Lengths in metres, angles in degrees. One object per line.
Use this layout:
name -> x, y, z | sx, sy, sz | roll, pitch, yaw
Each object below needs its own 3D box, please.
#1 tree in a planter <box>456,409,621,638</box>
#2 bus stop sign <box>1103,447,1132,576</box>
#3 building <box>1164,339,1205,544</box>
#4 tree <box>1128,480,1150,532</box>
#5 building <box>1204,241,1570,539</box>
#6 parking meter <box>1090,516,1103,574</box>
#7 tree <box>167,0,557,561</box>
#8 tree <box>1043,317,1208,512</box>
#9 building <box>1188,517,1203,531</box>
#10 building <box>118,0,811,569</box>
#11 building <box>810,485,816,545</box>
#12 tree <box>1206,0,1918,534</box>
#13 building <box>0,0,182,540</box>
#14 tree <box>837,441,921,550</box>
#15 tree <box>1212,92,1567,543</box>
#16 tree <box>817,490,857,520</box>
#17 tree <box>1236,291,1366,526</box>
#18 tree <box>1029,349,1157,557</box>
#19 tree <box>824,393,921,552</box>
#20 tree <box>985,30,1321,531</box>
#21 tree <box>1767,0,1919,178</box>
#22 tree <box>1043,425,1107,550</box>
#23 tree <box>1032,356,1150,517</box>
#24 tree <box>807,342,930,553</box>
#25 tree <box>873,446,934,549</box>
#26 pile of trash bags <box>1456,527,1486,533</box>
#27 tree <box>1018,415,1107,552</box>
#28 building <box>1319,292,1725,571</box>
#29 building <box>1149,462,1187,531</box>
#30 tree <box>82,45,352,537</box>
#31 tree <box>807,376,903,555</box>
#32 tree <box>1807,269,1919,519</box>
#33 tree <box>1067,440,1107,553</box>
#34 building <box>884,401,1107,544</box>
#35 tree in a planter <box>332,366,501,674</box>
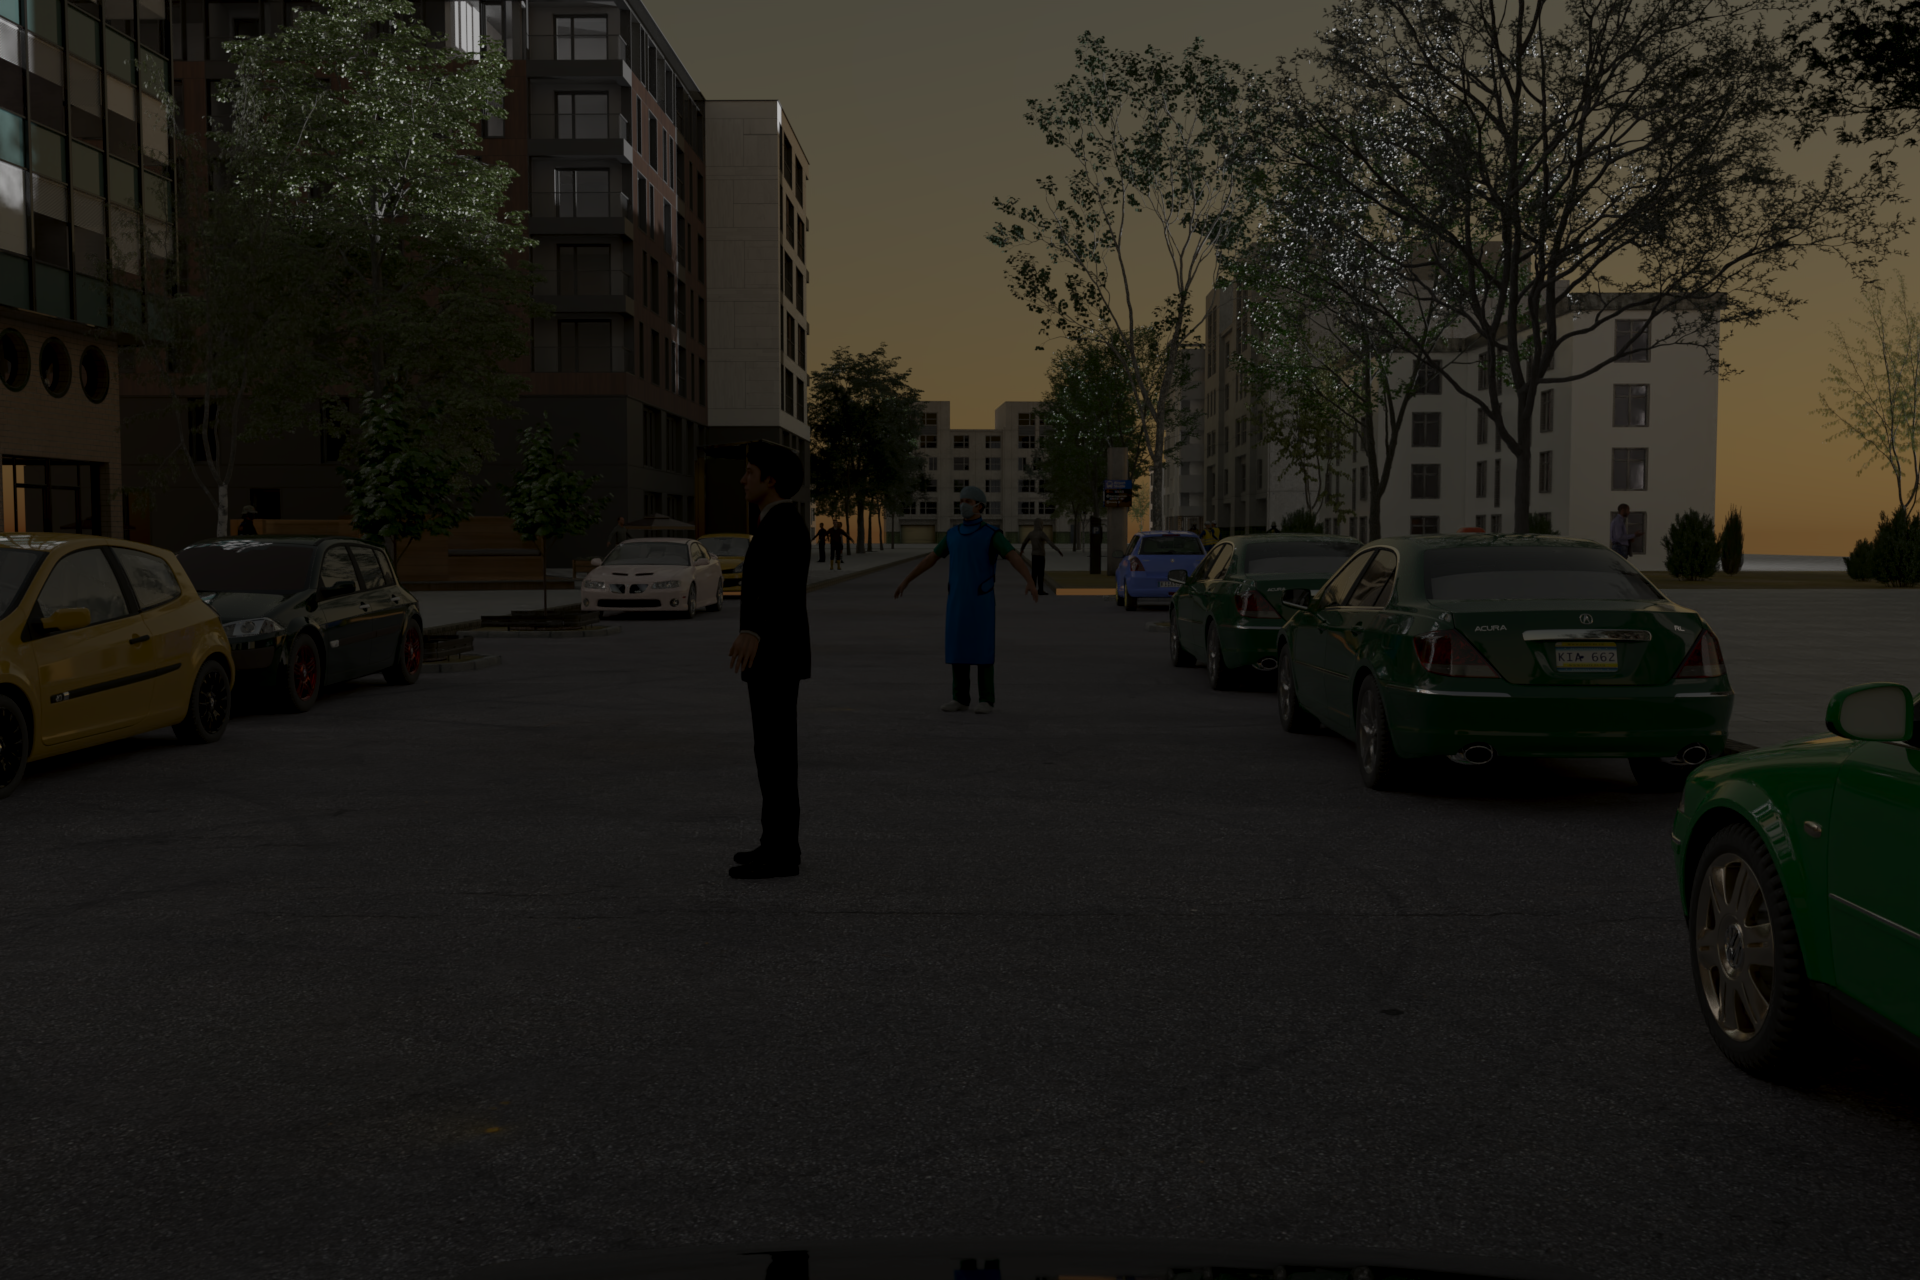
tree in a planter -> -5.955, -1.685, 24.772 | 1.991, 3.239, 1.994 | 0, 4, 1
bus stop sign -> 4.806, -3.904, 52.851 | 0.837, 3.901, 0.837 | 0, 4, 2
building -> 25.097, -19.089, 168.530 | 16.016, 20.090, 11.380 | 0, 4, 1
tree -> 24.426, -17.411, 235.033 | 4.737, 8.622, 4.395 | 0, 3, 0
building -> 26.230, -15.104, 113.409 | 16.747, 18.905, 31.486 | 0, 4, 1
parking meter -> 4.340, -3.029, 55.235 | 0.399, 1.863, 0.255 | 0, 4, 0
tree -> -11.974, -7.152, 35.063 | 7.486, 12.596, 7.792 | 0, 3, 0
tree -> 7.797, -9.543, 81.790 | 9.928, 11.665, 9.643 | 0, 3, 0
building -> 29.512, -20.092, 184.930 | 16.016, 20.090, 11.380 | 0, 4, 1
building -> -22.508, -14.432, 79.931 | 27.936, 21.610, 32.646 | 0, 4, 1
building -> -21.397, -16.024, 204.132 | 9.099, 9.664, 28.070 | 0, 4, 1
tree -> 9.134, -7.199, 28.079 | 12.009, 13.543, 11.850 | 0, 3, 0
building -> -30.769, -13.246, 23.152 | 21.656, 26.213, 47.522 | 0, 4, 1
tree -> -6.434, -12.296, 135.455 | 7.601, 10.594, 8.767 | 1, 4, 21
tree -> 9.830, -6.996, 40.135 | 9.928, 11.665, 9.643 | 0, 3, 0
tree -> -17.143, -18.981, 236.094 | 9.928, 11.665, 9.643 | 0, 3, 0
tree -> 10.496, -6.213, 51.948 | 4.737, 8.622, 4.395 | 0, 3, 0
tree -> 7.663, -10.526, 97.856 | 9.928, 11.665, 9.643 | 0, 3, 0
tree -> -6.365, -12.147, 124.358 | 9.928, 11.665, 9.643 | 0, 3, 0
tree -> 6.969, -12.800, 65.167 | 12.611, 20.169, 13.585 | 0, 3, 0
tree -> 9.650, -4.766, 12.339 | 7.601, 10.594, 8.767 | -1, 4, -12
tree -> 9.900, -13.514, 139.086 | 7.486, 12.596, 7.792 | 0, 3, 0
tree -> 8.402, -11.753, 110.286 | 7.486, 12.596, 7.792 | 0, 3, 0
tree -> -6.701, -12.708, 114.431 | 9.857, 13.997, 8.962 | 0, 3, 0
tree -> -5.474, -13.012, 147.156 | 8.767, 10.594, 7.601 | 3, 5, 42
pile of trash bags -> 6.547, -0.693, 21.081 | 1.912, 1.369, 3.447 | 0, 4, 2
tree -> 8.264, -11.713, 125.920 | 8.767, 10.594, 7.601 | 1, 4, 11
building -> 22.381, -8.086, 74.352 | 9.099, 9.664, 28.070 | 0, 4, 2
building -> 27.892, -15.914, 202.344 | 9.099, 9.664, 28.070 | 0, 4, 1
tree -> -11.221, -4.631, 26.073 | 4.360, 8.622, 3.978 | 0, 3, 0
tree -> -6.990, -10.345, 103.550 | 7.601, 10.594, 8.767 | -2, 4, -28
tree -> 26.122, -5.936, 47.414 | 4.360, 8.622, 3.978 | 0, 3, 0
tree -> 8.603, -10.369, 119.895 | 4.737, 8.622, 4.395 | 0, 3, 0
building -> 5.461, -22.509, 236.929 | 31.486, 18.905, 16.747 | 0, 4, -4
tree in a planter -> -6.082, -1.308, 18.609 | 1.991, 3.239, 1.994 | 0, 4, 2
